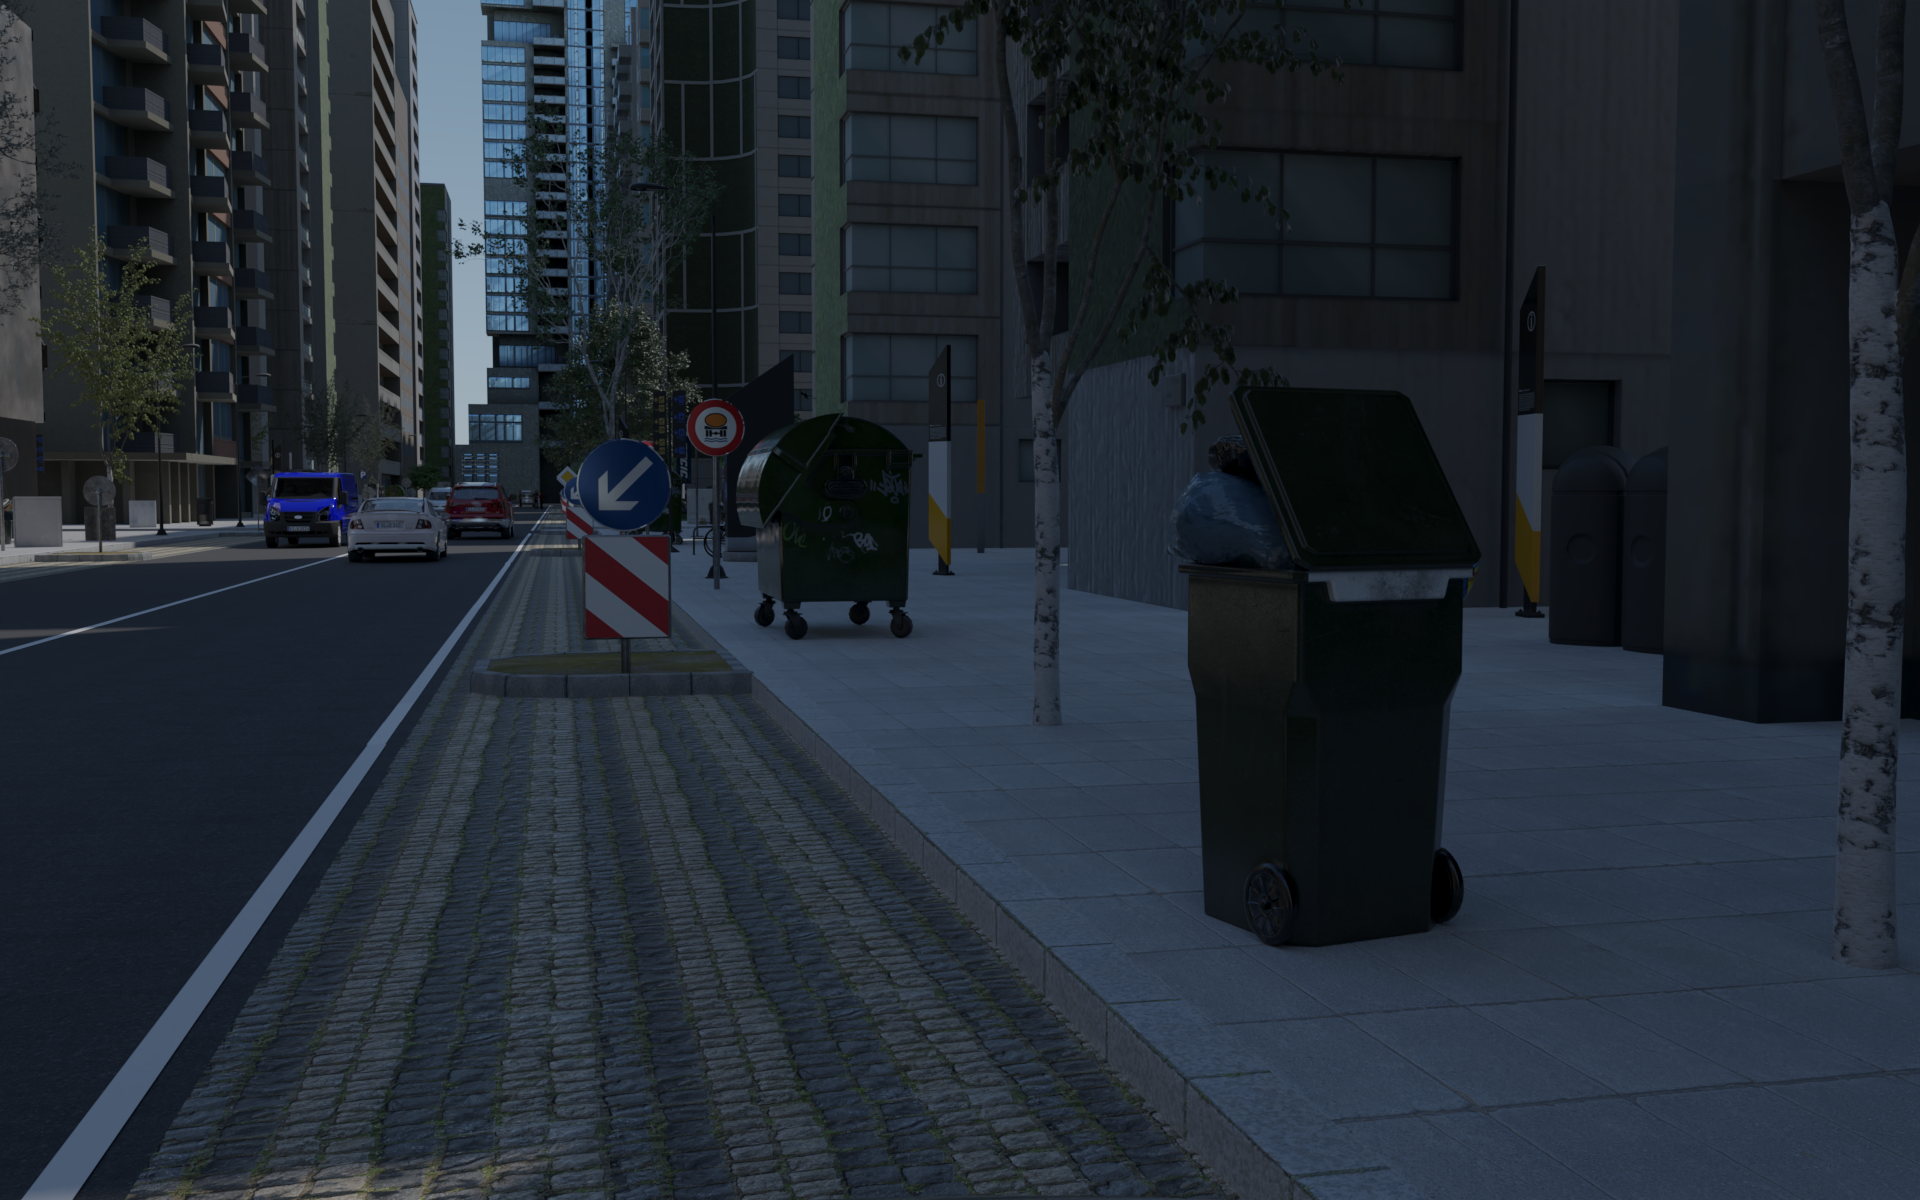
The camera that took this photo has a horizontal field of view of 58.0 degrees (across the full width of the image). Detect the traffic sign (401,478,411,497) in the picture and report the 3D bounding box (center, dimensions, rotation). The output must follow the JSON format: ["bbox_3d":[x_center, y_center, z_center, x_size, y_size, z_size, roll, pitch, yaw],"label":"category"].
[{"bbox_3d":[-43.899,-8.394,137.348,0.768,2.556,0.104,-1,4,-11],"label":"traffic sign"}]

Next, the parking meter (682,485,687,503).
[{"bbox_3d":[-17.288,-6.300,108.723,0.255,1.863,0.399,-1,4,-15],"label":"parking meter"}]

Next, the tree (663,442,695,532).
[{"bbox_3d":[-9.995,-3.925,58.767,1.663,3.219,1.824,0,3,0],"label":"tree"}]

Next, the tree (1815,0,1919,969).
[{"bbox_3d":[2.569,-3.297,4.272,4.360,8.622,3.978,0,3,0],"label":"tree"}]

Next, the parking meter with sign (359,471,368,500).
[{"bbox_3d":[-44.932,-8.276,131.577,1.738,3.016,0.543,3,5,42],"label":"parking meter with sign"}]

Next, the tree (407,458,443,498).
[{"bbox_3d":[-49.397,-10.780,159.968,4.285,4.588,4.351,0,3,0],"label":"tree"}]

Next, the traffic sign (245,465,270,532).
[{"bbox_3d":[-24.014,-3.401,59.241,0.795,2.450,0.064,-1,4,-13],"label":"traffic sign"}]

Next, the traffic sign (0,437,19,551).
[{"bbox_3d":[-21.568,-2.376,38.957,0.768,2.556,0.104,0,4,-5],"label":"traffic sign"}]

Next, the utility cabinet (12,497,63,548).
[{"bbox_3d":[-22.292,-1.877,41.859,1.020,1.237,0.306,-2,4,-35],"label":"utility cabinet"}]

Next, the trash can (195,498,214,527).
[{"bbox_3d":[-29.892,-3.480,68.550,0.748,1.137,0.748,0,3,0],"label":"trash can"}]

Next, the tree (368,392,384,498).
[{"bbox_3d":[-38.105,-9.519,106.002,4.360,8.622,3.978,0,3,0],"label":"tree"}]

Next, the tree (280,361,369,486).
[{"bbox_3d":[-35.146,-8.865,95.312,4.360,8.622,3.978,0,3,0],"label":"tree"}]

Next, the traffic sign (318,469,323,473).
[{"bbox_3d":[-33.125,-5.488,89.727,0.884,2.594,0.081,0,4,-5],"label":"traffic sign"}]

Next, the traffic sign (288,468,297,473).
[{"bbox_3d":[-25.817,-3.876,67.020,0.795,2.450,0.064,-1,4,-13],"label":"traffic sign"}]

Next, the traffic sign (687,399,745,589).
[{"bbox_3d":[-3.273,-1.415,23.248,0.768,2.556,0.104,-1,4,-11],"label":"traffic sign"}]

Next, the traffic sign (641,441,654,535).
[{"bbox_3d":[-7.469,-2.522,41.343,0.768,2.556,0.104,-1,4,-11],"label":"traffic sign"}]

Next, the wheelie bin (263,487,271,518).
[{"bbox_3d":[-30.065,-4.140,75.602,0.693,1.594,0.980,-2,4,-31],"label":"wheelie bin"}]

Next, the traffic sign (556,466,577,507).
[{"bbox_3d":[-13.931,-3.542,61.548,0.795,2.450,0.064,-1,4,-13],"label":"traffic sign"}]

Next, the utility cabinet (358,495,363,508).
[{"bbox_3d":[-38.074,-6.011,109.442,0.306,1.237,1.020,0,4,7],"label":"utility cabinet"}]

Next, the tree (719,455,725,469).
[{"bbox_3d":[-6.160,-4.409,55.798,4.285,4.588,4.351,0,3,0],"label":"tree"}]

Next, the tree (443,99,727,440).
[{"bbox_3d":[-18.072,-13.978,84.423,12.611,20.169,13.585,0,3,0],"label":"tree"}]

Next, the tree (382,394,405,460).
[{"bbox_3d":[-42.400,-10.696,125.237,4.360,8.622,3.978,0,3,0],"label":"tree"}]

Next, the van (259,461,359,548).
[{"bbox_3d":[-17.971,-2.675,48.116,2.240,2.365,5.245,-1,4,-12],"label":"van"}]

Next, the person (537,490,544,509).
[{"bbox_3d":[-39.820,-9.547,164.561,0.705,1.831,1.348,1,4,13],"label":"person"}]

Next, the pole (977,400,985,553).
[{"bbox_3d":[0.457,-2.672,37.529,0.158,3.312,0.155,0,3,0],"label":"pole"}]

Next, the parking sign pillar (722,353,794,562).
[{"bbox_3d":[-3.846,-2.737,33.221,1.447,3.967,1.447,-1,4,-13],"label":"parking sign pillar"}]

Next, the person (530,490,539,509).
[{"bbox_3d":[-40.967,-9.712,167.427,1.348,1.807,0.705,-3,5,-40],"label":"person"}]

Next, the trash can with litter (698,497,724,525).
[{"bbox_3d":[-10.421,-3.717,72.156,1.055,1.170,0.624,-2,4,-23],"label":"trash can with litter"}]

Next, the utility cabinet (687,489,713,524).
[{"bbox_3d":[-10.988,-3.968,73.552,1.173,1.500,0.318,0,4,-4],"label":"utility cabinet"}]

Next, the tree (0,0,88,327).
[{"bbox_3d":[-20.117,-7.232,28.621,12.009,13.543,11.850,0,3,0],"label":"tree"}]

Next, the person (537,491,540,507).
[{"bbox_3d":[-45.594,-10.867,186.852,0.551,1.740,0.621,-2,4,-32],"label":"person"}]

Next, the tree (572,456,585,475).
[{"bbox_3d":[-26.682,-8.662,125.345,4.285,4.588,4.351,0,3,0],"label":"tree"}]

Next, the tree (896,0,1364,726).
[{"bbox_3d":[0.642,-3.599,9.208,4.360,8.622,3.978,0,3,0],"label":"tree"}]

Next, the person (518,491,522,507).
[{"bbox_3d":[-48.730,-11.210,191.881,0.705,1.812,1.348,0,4,-1],"label":"person"}]

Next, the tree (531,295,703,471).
[{"bbox_3d":[-19.638,-11.169,99.619,9.611,12.733,9.660,0,3,0],"label":"tree"}]

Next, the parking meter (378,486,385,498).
[{"bbox_3d":[-40.996,-7.160,122.780,0.255,1.863,0.399,2,4,28],"label":"parking meter"}]

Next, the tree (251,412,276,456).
[{"bbox_3d":[-43.703,-9.406,104.158,4.737,8.622,4.395,0,3,0],"label":"tree"}]

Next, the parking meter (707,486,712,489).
[{"bbox_3d":[-17.043,-6.849,117.691,0.399,1.863,0.255,0,3,0],"label":"parking meter"}]

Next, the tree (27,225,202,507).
[{"bbox_3d":[-23.646,-6.005,48.545,4.737,8.622,4.395,0,3,0],"label":"tree"}]

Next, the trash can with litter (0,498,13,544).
[{"bbox_3d":[-24.317,-1.970,43.590,0.624,1.170,1.055,1,4,21],"label":"trash can with litter"}]

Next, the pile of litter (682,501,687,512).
[{"bbox_3d":[-17.060,-5.720,107.493,1.719,0.858,1.176,2,4,29],"label":"pile of litter"}]

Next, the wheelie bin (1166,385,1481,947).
[{"bbox_3d":[1.046,0.168,5.165,0.980,1.594,0.693,-2,4,-25],"label":"wheelie bin"}]

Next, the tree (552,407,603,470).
[{"bbox_3d":[-31.918,-13.196,150.172,7.601,10.594,8.767,0,4,6],"label":"tree"}]

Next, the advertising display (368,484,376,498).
[{"bbox_3d":[-37.473,-6.433,110.401,0.123,1.923,0.974,0,4,6],"label":"advertising display"}]

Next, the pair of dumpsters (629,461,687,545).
[{"bbox_3d":[-8.060,-2.633,45.544,1.574,2.255,4.437,-1,4,-13],"label":"pair of dumpsters"}]

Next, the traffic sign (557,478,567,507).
[{"bbox_3d":[-15.734,-4.017,69.327,0.795,2.450,0.064,-1,4,-13],"label":"traffic sign"}]
